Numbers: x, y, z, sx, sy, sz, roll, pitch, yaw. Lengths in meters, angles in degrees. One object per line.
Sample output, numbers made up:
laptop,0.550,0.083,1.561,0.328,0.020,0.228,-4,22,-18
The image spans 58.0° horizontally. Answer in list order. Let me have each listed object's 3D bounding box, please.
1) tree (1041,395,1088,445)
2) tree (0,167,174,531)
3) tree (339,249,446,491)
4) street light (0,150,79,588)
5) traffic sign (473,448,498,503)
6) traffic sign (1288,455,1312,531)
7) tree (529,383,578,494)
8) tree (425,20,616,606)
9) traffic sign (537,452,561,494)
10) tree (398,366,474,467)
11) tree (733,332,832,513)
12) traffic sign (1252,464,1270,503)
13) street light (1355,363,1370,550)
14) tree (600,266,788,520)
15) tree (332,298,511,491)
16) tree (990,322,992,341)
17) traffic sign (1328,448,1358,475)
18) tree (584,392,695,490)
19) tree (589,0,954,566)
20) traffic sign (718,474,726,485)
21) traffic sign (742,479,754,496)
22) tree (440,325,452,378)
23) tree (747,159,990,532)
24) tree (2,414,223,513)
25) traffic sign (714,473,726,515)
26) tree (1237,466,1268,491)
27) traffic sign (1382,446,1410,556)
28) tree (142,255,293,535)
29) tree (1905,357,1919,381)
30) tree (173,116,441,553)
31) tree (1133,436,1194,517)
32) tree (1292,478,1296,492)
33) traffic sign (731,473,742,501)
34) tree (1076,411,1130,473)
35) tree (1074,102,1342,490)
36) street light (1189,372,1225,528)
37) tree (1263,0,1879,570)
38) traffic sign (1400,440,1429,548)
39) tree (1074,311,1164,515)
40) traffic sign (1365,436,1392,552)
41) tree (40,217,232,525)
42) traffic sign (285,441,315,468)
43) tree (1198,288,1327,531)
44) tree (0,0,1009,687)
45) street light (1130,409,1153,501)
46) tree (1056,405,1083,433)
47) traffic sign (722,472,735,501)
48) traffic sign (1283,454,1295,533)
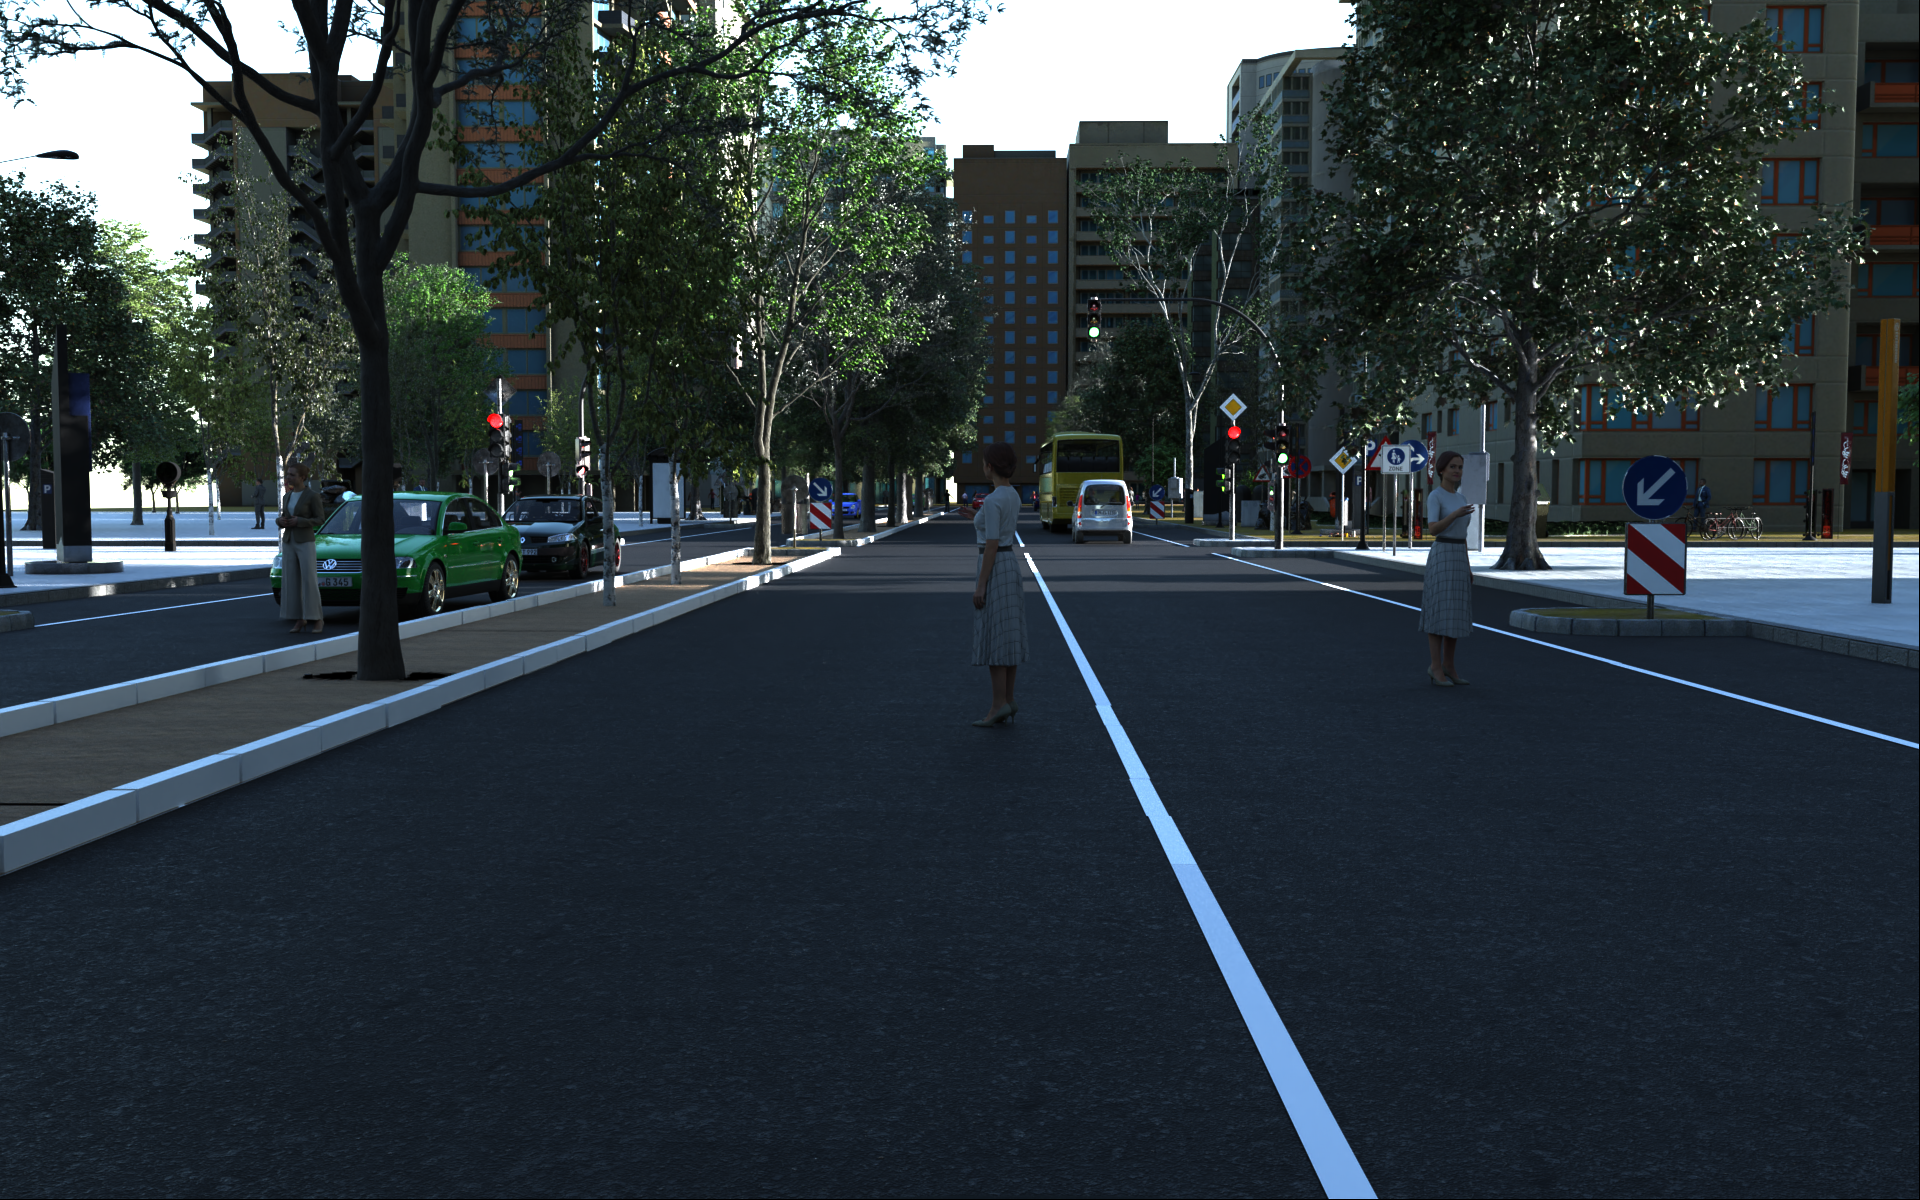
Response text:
tree,12.631,-17.167,198.812,7.486,12.596,7.792,0,3,0
tree,-32.559,-8.803,60.930,9.611,12.733,9.660,0,3,0
tree,-22.552,-9.060,73.891,9.928,11.665,9.643,0,3,0
street light,-12.589,-3.119,23.541,1.470,5.913,1.316,0,4,1
traffic sign,-13.113,-2.925,47.924,0.768,2.556,0.104,0,4,5
traffic sign,11.033,-3.439,56.327,0.768,2.556,0.104,1,4,11
tree,-26.036,-10.018,114.150,4.360,8.622,3.978,0,3,0
tree,-4.428,-4.204,21.559,4.737,8.622,4.395,0,3,0
traffic sign,-12.350,-3.176,52.035,0.768,2.556,0.104,1,4,10
tree,-36.704,-11.305,119.249,7.601,10.594,8.767,0,4,-8
tree,-11.281,-12.026,114.749,7.486,12.596,7.792,0,3,0
traffic sign,13.087,-4.582,74.925,0.884,2.594,0.081,0,4,3
street light,8.779,-4.122,39.942,1.470,5.913,1.316,0,4,1
tree,-13.129,-10.272,84.955,9.611,12.733,9.660,0,3,0
tree,-29.659,-10.986,96.632,9.611,12.733,9.660,0,3,0
tree,-2.890,-10.723,84.428,9.857,13.997,8.962,0,3,0
traffic sign,10.497,-2.915,47.400,0.795,2.593,0.064,1,4,10
tree,-17.242,-8.772,93.783,4.360,8.622,3.978,0,3,0
tree,-3.891,-6.502,34.514,9.928,11.665,9.643,0,3,0
traffic sign,-13.862,-6.251,101.944,0.795,2.593,0.064,1,4,9
traffic sign,-13.031,-6.489,106.099,0.884,2.594,0.081,0,4,4
tree,-20.438,-6.872,62.713,4.360,8.622,3.978,0,3,0
tree,-3.473,-9.490,64.275,9.857,13.997,8.962,0,3,0
tree,-58.539,-9.494,118.140,20.602,7.101,11.467,0,4,6
traffic sign,-14.980,-6.633,108.451,0.884,2.594,0.081,0,4,3
tree,20.234,-7.718,120.792,1.663,3.219,1.824,0,3,0
traffic sign,9.021,-2.066,35.915,0.606,2.300,0.079,0,4,4
tree,-23.171,-6.329,53.841,4.737,8.622,4.395,0,3,0
tree,18.237,-2.865,30.556,4.285,4.588,4.351,0,3,0
tree,-13.322,-5.141,34.416,4.360,8.622,3.978,0,3,0
tree,11.525,-6.996,98.106,4.285,4.588,4.351,0,3,0
tree,20.012,-6.819,106.098,1.663,3.219,1.824,0,3,0
traffic sign,-13.001,-6.110,99.909,0.884,2.594,0.081,1,4,9
tree,12.779,-13.919,161.989,7.601,10.594,8.767,3,5,42
tree,12.269,-13.959,84.113,12.611,20.169,13.585,0,3,0
street light,9.406,-5.721,66.084,1.470,5.913,1.316,0,4,1
tree,9.711,-6.863,29.226,9.611,12.733,9.660,0,3,0
traffic sign,10.621,-2.488,40.791,0.768,2.556,0.104,1,4,10
tree,11.886,-11.725,108.713,9.611,12.733,9.660,0,3,0
traffic sign,9.464,-2.360,38.591,0.884,2.594,0.081,0,4,7
tree,-34.461,-9.411,72.001,7.486,12.596,7.792,0,3,0
traffic sign,-15.451,-2.473,40.546,0.768,2.556,0.104,1,4,10
tree,10.711,-6.714,60.131,4.360,8.622,3.978,0,3,0
tree,-4.442,-6.116,12.816,12.009,13.543,11.850,0,3,0
street light,9.989,-7.475,94.756,1.470,5.913,1.316,0,4,1
tree,13.877,-15.802,184.118,9.928,11.665,9.643,0,3,0
traffic sign,-12.727,-5.825,95.346,0.768,2.556,0.104,0,4,2
traffic sign,10.806,-3.470,56.735,0.884,2.594,0.081,0,4,5
